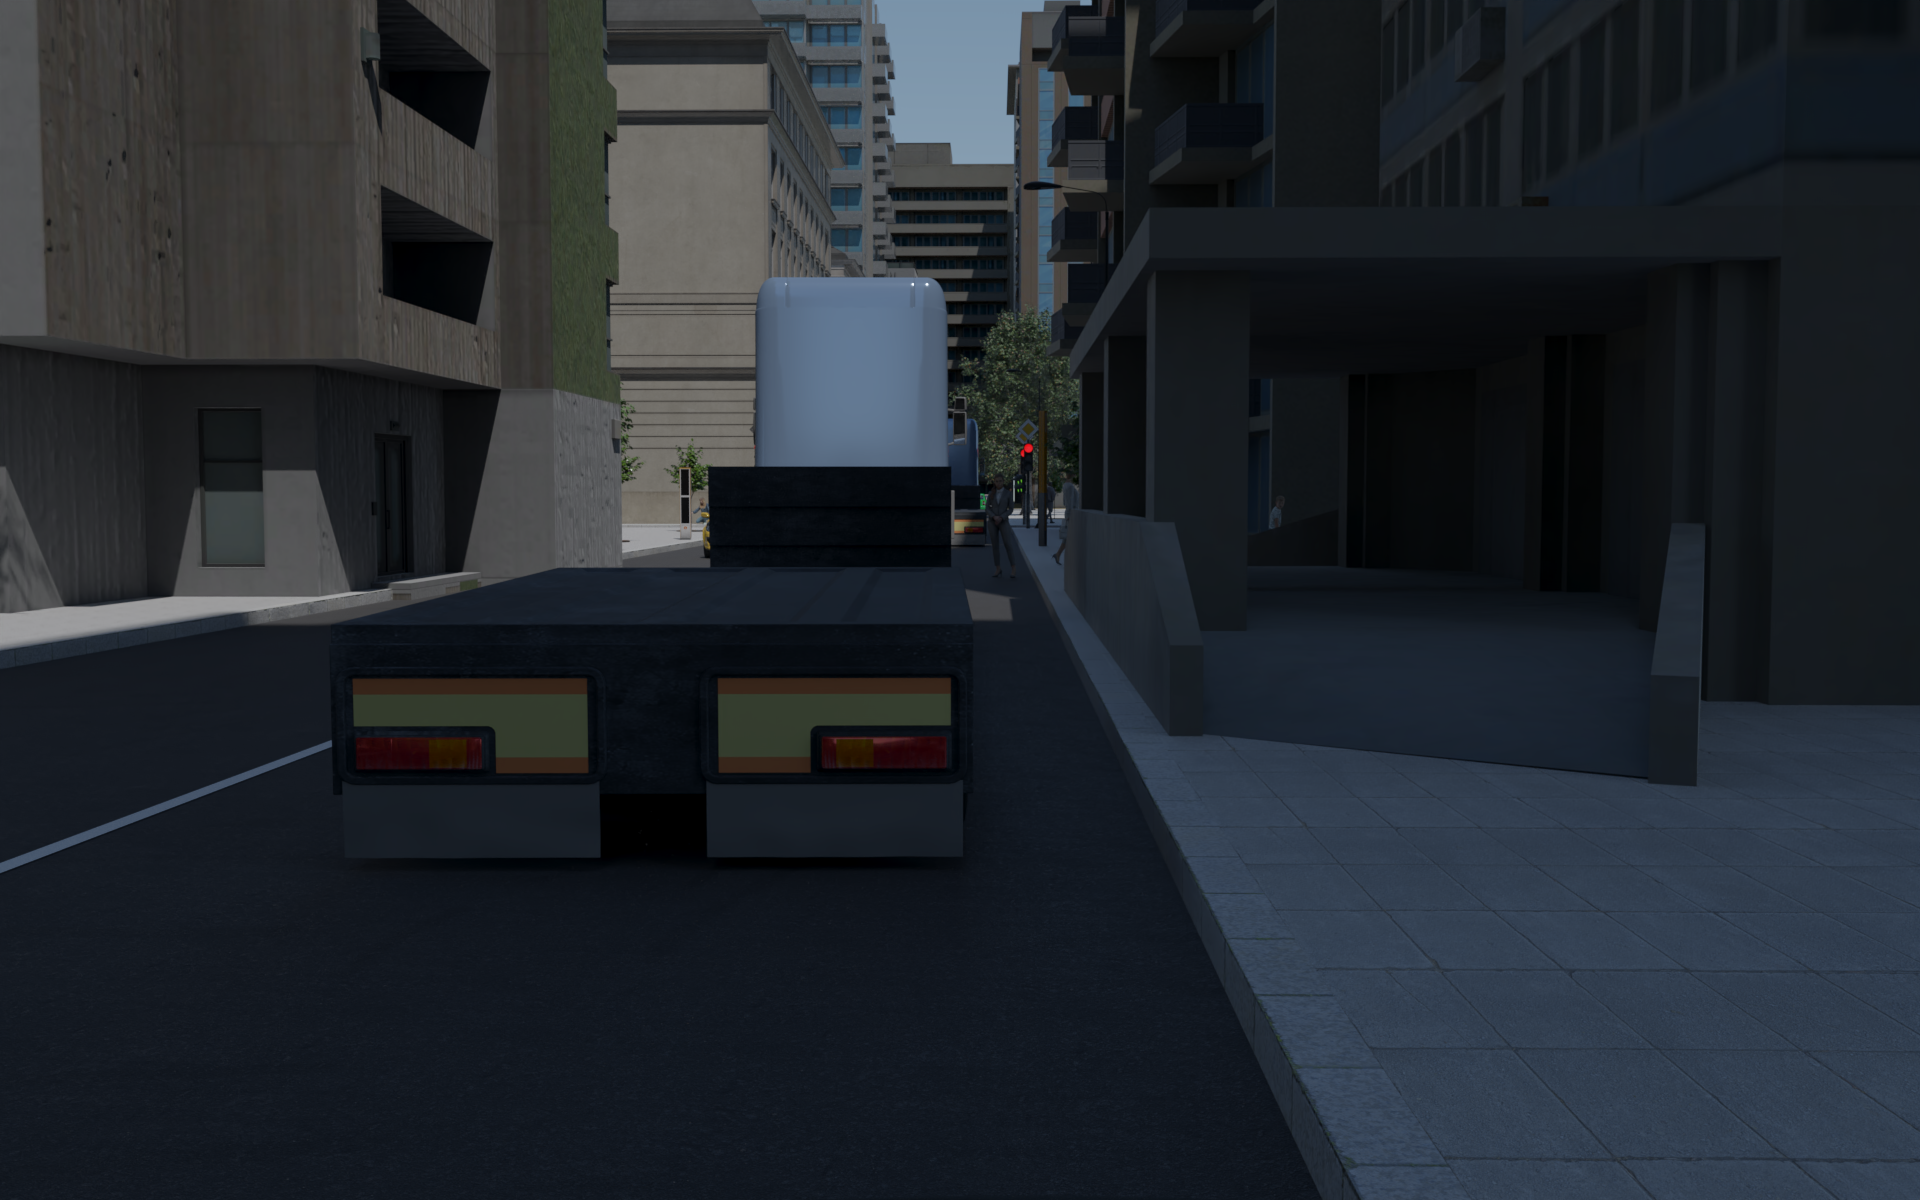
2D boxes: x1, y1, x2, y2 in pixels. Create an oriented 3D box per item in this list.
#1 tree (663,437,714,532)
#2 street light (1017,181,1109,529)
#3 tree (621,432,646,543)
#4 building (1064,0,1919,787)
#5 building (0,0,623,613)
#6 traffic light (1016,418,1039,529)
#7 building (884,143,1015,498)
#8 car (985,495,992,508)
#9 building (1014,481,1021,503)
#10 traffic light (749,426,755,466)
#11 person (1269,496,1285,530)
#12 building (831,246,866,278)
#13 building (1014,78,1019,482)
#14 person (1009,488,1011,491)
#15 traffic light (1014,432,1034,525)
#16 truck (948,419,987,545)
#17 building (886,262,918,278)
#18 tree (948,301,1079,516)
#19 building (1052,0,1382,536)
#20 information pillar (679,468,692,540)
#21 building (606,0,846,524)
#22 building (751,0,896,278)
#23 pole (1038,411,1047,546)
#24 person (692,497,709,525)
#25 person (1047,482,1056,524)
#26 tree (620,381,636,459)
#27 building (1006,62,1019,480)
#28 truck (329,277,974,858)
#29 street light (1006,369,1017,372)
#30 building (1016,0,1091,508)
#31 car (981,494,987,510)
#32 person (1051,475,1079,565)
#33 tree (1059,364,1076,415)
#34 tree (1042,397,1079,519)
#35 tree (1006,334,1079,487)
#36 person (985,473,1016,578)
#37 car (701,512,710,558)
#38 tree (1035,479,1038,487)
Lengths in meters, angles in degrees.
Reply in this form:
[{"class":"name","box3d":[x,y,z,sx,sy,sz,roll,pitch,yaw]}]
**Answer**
[{"class":"tree","box3d":[-9.112,-3.937,58.979,1.663,3.219,1.824,0,3,0]},{"class":"street light","box3d":[1.641,-3.262,25.876,1.470,5.913,1.316,0,4,1]},{"class":"tree","box3d":[-9.451,-3.151,46.128,1.663,3.219,1.824,0,3,0]},{"class":"building","box3d":[17.351,-19.735,14.552,32.217,40.220,23.993,0,4,1]},{"class":"building","box3d":[-13.262,-15.413,23.706,14.160,30.474,14.107,0,4,1]},{"class":"traffic light","box3d":[2.521,-4.619,64.441,0.839,4.253,0.868,0,4,1]},{"class":"building","box3d":[-3.090,-37.795,241.648,21.600,48.544,21.300,0,4,1]},{"class":"car","box3d":[2.562,-8.966,158.961,2.083,1.381,4.827,0,4,2]},{"class":"building","box3d":[21.802,-42.716,240.410,28.212,58.520,21.231,0,4,1]},{"class":"traffic light","box3d":[-7.438,-4.630,64.621,0.839,4.253,0.868,0,4,1]},{"class":"person","box3d":[5.868,-1.302,32.019,0.332,1.250,0.352,-3,5,-42]},{"class":"building","box3d":[-12.562,-16.646,123.065,10.553,20.767,40.483,0,4,1]},{"class":"building","box3d":[16.797,-32.193,180.984,22.147,44.769,28.867,0,4,1]},{"class":"person","box3d":[4.428,-8.933,152.189,0.705,1.812,1.348,0,4,-3]},{"class":"traffic light","box3d":[2.679,-5.107,72.425,0.839,4.253,0.868,0,4,1]},{"class":"truck","box3d":[-0.524,-4.065,56.220,2.967,4.110,18.799,0,4,0]},{"class":"building","box3d":[-12.201,-27.201,216.440,14.107,30.474,14.160,0,4,1]},{"class":"tree","box3d":[3.975,-11.413,103.604,9.611,12.733,9.660,0,3,0]},{"class":"building","box3d":[13.739,-24.112,48.857,22.147,44.769,28.867,0,4,1]},{"class":"information pillar","box3d":[-7.703,-2.699,48.622,0.304,2.012,0.304,0,4,-4]},{"class":"building","box3d":[-15.079,-15.569,87.837,16.112,22.955,30.059,0,4,1]},{"class":"building","box3d":[-17.578,-33.229,162.894,23.786,49.044,30.456,0,4,1]},{"class":"pole","box3d":[2.035,-2.975,42.487,0.158,3.312,0.155,0,3,0]},{"class":"person","box3d":[-10.768,-3.747,72.803,1.012,1.151,0.738,2,4,29]},{"class":"person","box3d":[3.924,-4.246,75.559,0.679,1.850,0.850,3,5,43]},{"class":"tree","box3d":[-8.660,-3.277,37.291,4.285,4.588,4.351,0,3,0]},{"class":"building","box3d":[20.016,-37.900,208.908,28.713,52.752,27.495,0,4,1]},{"class":"truck","box3d":[-1.280,-1.592,15.783,2.967,4.110,18.799,0,4,-1]},{"class":"street light","box3d":[2.404,-5.620,64.431,1.470,5.913,1.316,0,4,1]},{"class":"building","box3d":[12.432,-31.143,159.297,14.600,45.320,14.200,0,4,1]},{"class":"car","box3d":[1.068,-6.708,118.472,1.959,1.807,4.718,0,4,3]},{"class":"person","box3d":[1.964,-1.530,31.413,0.624,1.780,0.694,0,4,2]},{"class":"tree","box3d":[8.647,-11.672,116.589,9.928,11.665,9.643,0,3,0]},{"class":"tree","box3d":[2.368,-2.151,29.766,1.663,3.219,1.824,0,3,0]},{"class":"tree","box3d":[4.091,-7.922,79.888,4.360,8.622,3.978,0,3,0]},{"class":"person","box3d":[0.698,-1.285,29.787,0.520,1.790,0.573,0,4,-4]},{"class":"car","box3d":[-4.894,-1.823,40.034,2.015,1.641,3.980,0,3,0]},{"class":"tree","box3d":[4.928,-5.762,88.808,1.663,3.219,1.824,0,3,0]}]
